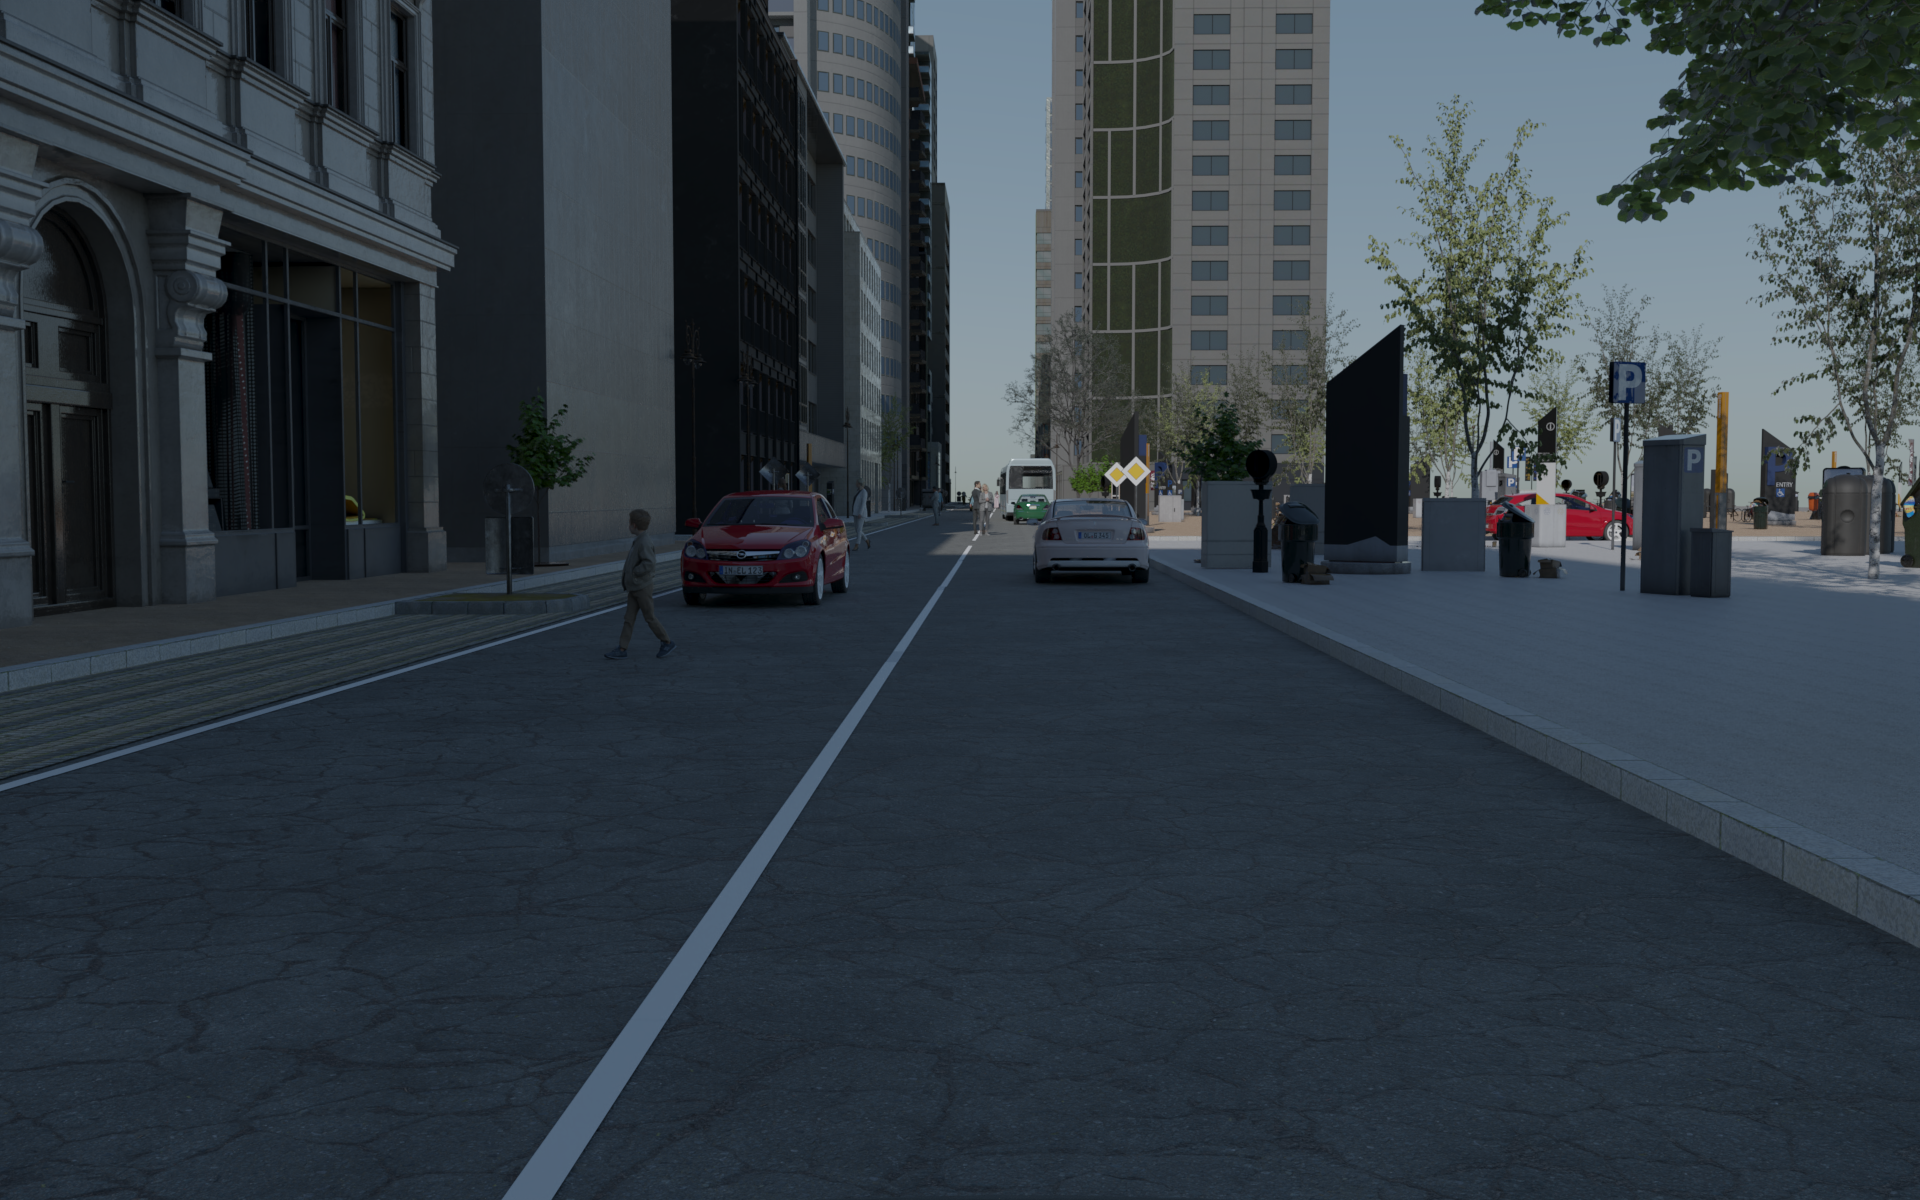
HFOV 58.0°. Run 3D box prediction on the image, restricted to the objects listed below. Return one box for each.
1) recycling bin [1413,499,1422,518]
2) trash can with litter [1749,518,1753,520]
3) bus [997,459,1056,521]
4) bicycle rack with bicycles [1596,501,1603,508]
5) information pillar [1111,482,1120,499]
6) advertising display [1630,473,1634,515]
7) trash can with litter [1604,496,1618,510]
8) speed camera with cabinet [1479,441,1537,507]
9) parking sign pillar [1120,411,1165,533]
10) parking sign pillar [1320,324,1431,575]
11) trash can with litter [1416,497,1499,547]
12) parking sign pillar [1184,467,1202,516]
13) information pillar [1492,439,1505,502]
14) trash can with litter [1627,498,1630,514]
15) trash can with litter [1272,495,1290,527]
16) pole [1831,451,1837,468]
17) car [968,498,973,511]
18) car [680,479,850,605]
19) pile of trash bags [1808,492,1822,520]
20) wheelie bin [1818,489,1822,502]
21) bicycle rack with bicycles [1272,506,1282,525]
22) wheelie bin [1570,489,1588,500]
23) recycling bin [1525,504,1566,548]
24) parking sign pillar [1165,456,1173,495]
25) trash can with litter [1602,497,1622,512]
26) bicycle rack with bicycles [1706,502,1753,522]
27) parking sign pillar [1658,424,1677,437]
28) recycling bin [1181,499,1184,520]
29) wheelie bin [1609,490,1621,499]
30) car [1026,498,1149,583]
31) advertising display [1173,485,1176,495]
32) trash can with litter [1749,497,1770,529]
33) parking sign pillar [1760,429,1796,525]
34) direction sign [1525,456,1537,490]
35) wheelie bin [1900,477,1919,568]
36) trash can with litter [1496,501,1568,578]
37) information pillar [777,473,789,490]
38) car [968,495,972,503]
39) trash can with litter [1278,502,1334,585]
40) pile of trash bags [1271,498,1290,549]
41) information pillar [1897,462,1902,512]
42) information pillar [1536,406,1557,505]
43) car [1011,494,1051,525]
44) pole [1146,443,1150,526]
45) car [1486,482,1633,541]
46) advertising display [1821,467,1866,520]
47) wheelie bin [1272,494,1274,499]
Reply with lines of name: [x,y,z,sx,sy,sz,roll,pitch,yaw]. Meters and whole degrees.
recycling bin: [24.796,-4.928,93.135,0.722,1.027,0.722,0,4,1]
trash can with litter: [40.496,-4.683,87.622,2.233,1.210,1.678,-2,4,-26]
bus: [3.643,-6.201,96.251,2.948,3.499,13.247,0,4,0]
bicycle rack with bicycles: [46.017,-6.883,125.925,2.852,0.926,2.925,2,4,26]
information pillar: [5.626,-3.554,62.592,0.304,2.012,0.304,0,4,7]
advertising display: [21.063,-2.951,53.462,0.123,1.923,0.974,-1,4,-19]
trash can with litter: [21.740,-2.790,56.666,2.233,1.210,1.678,2,4,26]
speed camera with cabinet: [20.666,-4.338,65.269,2.038,3.252,0.660,0,4,6]
parking sign pillar: [5.709,-4.202,57.179,1.447,3.967,1.447,-1,4,-16]
parking sign pillar: [6.614,-2.426,28.140,1.447,3.967,1.447,3,5,39]
trash can with litter: [12.287,-1.893,42.007,2.233,1.210,1.678,1,4,21]
parking sign pillar: [14.203,-7.073,104.118,1.447,3.967,1.447,0,4,-1]
information pillar: [22.958,-5.050,73.920,0.504,3.616,0.183,2,4,34]
trash can with litter: [25.096,-3.216,63.966,1.055,1.170,0.624,-3,5,-41]
trash can with litter: [11.636,-3.455,67.550,2.233,1.210,1.678,0,4,-3]
pole: [41.626,-5.425,82.544,0.158,3.312,0.155,0,3,0]
car: [1.655,-8.223,144.673,2.015,1.641,3.980,0,4,0]
car: [-2.600,-0.899,23.741,2.155,1.783,4.494,0,4,3]
pile of trash bags: [43.500,-4.712,86.785,3.447,1.369,1.912,-3,4,-37]
wheelie bin: [55.731,-6.348,111.691,0.693,1.594,0.980,-2,4,-31]
bicycle rack with bicycles: [12.244,-3.591,72.093,2.925,0.926,2.852,0,4,6]
wheelie bin: [42.625,-6.792,118.951,0.980,1.594,0.693,0,4,-2]
recycling bin: [14.157,-1.795,41.902,0.722,1.027,0.722,-1,4,-14]
parking sign pillar: [12.424,-7.174,105.766,1.447,3.967,1.447,-2,4,-31]
trash can with litter: [26.699,-3.631,70.758,0.624,1.170,1.055,3,5,40]
bicycle rack with bicycles: [36.214,-4.076,80.027,2.925,0.926,2.852,-2,4,-30]
parking sign pillar: [27.765,-4.866,68.025,1.447,3.967,1.447,0,4,0]
recycling bin: [10.404,-4.388,84.298,0.722,1.027,0.722,-3,4,-36]
wheelie bin: [46.026,-6.957,121.651,0.693,1.594,0.980,3,5,45]
car: [2.171,-1.039,29.344,2.083,1.381,4.827,0,4,2]
advertising display: [15.464,-7.380,125.871,0.123,1.923,0.974,3,4,37]
trash can with litter: [29.159,-3.165,63.135,0.624,1.170,1.055,2,4,30]
parking sign pillar: [33.695,-5.067,71.320,1.447,3.967,1.447,0,4,-2]
direction sign: [34.422,-6.868,104.284,0.876,3.537,0.379,-1,4,-9]
wheelie bin: [16.833,-1.355,30.059,0.980,1.594,0.693,-2,4,-29]
trash can with litter: [8.809,-0.935,26.675,1.055,1.170,0.624,2,4,27]
information pillar: [-6.281,-3.492,61.581,0.304,2.012,0.304,3,5,45]
car: [2.079,-12.668,219.122,2.014,1.417,4.499,0,4,2]
trash can with litter: [5.022,-0.825,24.874,0.624,1.170,1.055,-1,4,-20]
pile of trash bags: [7.534,-1.843,39.888,3.447,1.369,1.912,0,4,3]
information pillar: [67.662,-8.153,124.657,0.183,3.616,0.504,3,5,44]
information pillar: [15.569,-3.339,45.943,0.504,3.616,0.183,2,4,27]
car: [3.471,-4.323,82.471,2.131,1.459,4.920,0,4,2]
pole: [7.528,-4.646,69.809,0.158,3.312,0.155,0,3,0]
car: [17.522,-2.533,50.452,4.494,1.783,2.155,0,4,1]
advertising display: [21.387,-2.247,41.948,0.123,1.923,0.974,-3,5,-40]
wheelie bin: [21.503,-6.896,120.652,0.693,1.594,0.980,1,4,15]
